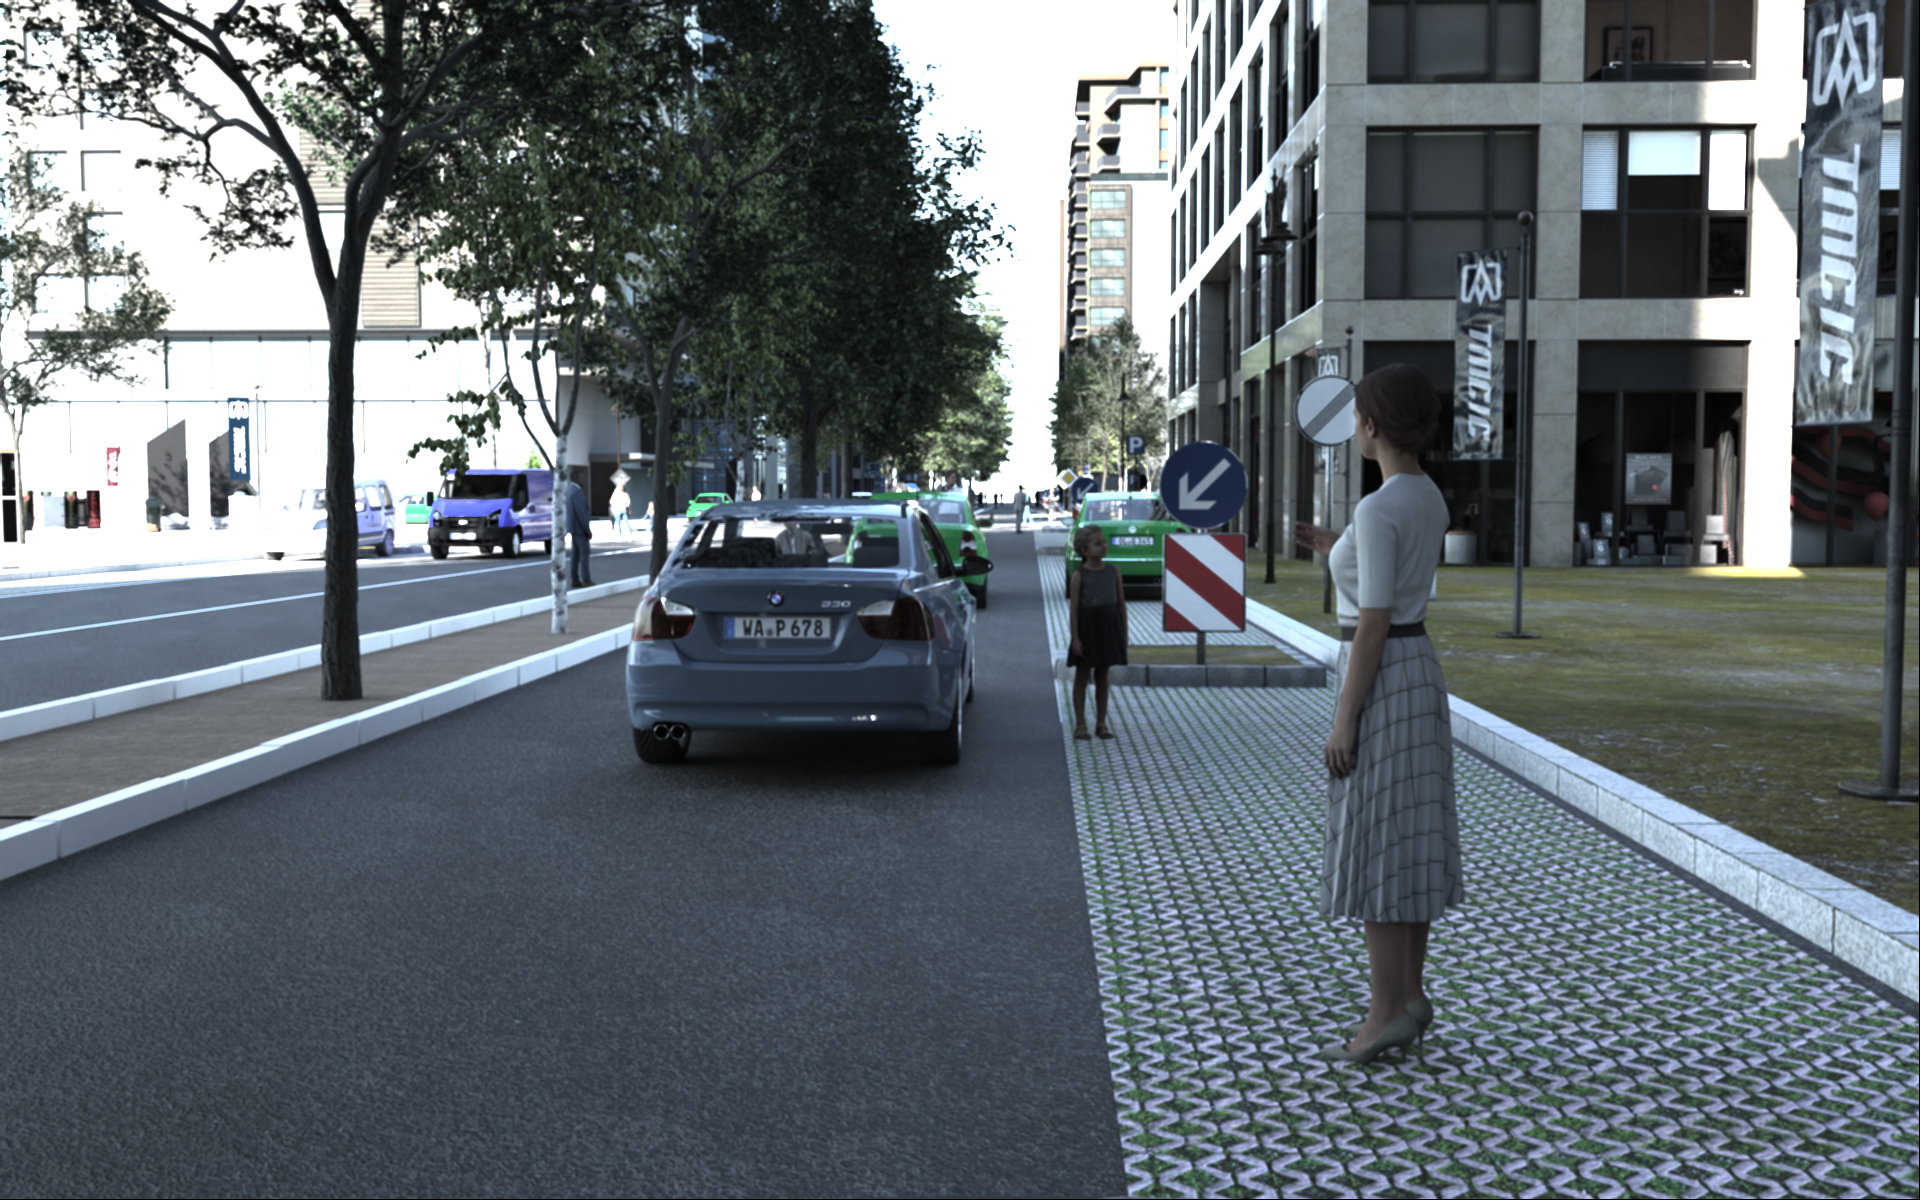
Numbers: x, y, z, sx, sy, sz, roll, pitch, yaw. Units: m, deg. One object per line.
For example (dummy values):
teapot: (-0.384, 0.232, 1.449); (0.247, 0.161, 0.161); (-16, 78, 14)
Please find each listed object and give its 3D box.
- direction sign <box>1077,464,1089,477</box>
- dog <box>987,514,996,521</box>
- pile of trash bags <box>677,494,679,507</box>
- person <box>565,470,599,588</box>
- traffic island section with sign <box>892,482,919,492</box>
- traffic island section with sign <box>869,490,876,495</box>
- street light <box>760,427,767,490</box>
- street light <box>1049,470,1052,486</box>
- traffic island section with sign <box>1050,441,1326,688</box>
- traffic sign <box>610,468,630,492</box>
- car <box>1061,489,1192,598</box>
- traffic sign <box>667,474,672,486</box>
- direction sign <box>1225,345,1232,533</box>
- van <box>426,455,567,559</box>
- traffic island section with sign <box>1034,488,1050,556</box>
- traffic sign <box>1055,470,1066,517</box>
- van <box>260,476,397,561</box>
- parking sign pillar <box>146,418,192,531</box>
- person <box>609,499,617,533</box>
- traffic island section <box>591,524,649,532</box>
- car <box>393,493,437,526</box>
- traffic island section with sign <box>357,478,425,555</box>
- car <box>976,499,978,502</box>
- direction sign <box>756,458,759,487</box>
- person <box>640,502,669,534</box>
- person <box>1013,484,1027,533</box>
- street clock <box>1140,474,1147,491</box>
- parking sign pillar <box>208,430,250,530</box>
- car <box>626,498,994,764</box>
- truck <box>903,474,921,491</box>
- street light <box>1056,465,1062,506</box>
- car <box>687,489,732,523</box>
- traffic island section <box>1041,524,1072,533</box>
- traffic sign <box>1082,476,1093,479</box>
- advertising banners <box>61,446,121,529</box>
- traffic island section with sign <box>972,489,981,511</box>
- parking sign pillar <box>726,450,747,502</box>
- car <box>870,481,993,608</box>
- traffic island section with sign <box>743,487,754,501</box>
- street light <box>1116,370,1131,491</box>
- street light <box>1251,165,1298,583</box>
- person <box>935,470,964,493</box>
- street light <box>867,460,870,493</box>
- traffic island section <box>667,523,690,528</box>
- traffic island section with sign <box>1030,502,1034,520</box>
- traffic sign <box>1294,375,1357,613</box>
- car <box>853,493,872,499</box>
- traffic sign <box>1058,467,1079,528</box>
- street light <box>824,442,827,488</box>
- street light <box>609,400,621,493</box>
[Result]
direction sign: (9.161, -8.398, 129.298); (0.876, 3.537, 0.379); (0, 4, -2)
dog: (1.695, -4.428, 92.587); (0.550, 0.427, 0.748); (1, 4, 8)
pile of trash bags: (-18.647, -5.842, 105.271); (3.447, 1.369, 1.912); (1, 4, 18)
person: (-5.840, -1.092, 26.541); (0.419, 1.800, 0.721); (-3, 5, -39)
traffic island section with sign: (-2.017, -3.992, 73.411); (2.006, 1.907, 1.989); (0, 4, 2)
traffic island section with sign: (-8.743, -10.096, 173.691); (1.989, 1.847, 2.006); (0, 4, 2)
street light: (-13.047, -8.656, 114.313); (0.468, 5.910, 1.993); (0, 4, 2)
street light: (15.862, -20.479, 307.611); (0.468, 5.910, 1.993); (0, 4, 2)
traffic island section with sign: (1.741, -0.311, 13.713); (1.989, 1.847, 2.006); (0, 4, 2)
traffic sign: (-12.982, -3.822, 66.135); (0.795, 2.450, 0.064); (0, 4, 2)
car: (2.422, -0.988, 24.947); (1.959, 1.807, 4.718); (0, 4, 4)
traffic sign: (-12.666, -4.310, 74.114); (0.795, 2.450, 0.064); (0, 4, 2)
direction sign: (4.144, -2.129, 26.803); (0.379, 3.537, 0.876); (1, 4, 13)
van: (-10.649, -2.176, 39.963); (2.240, 2.365, 5.245); (0, 4, 2)
traffic island section with sign: (2.819, -1.970, 40.844); (1.989, 1.847, 2.006); (0, 4, 2)
traffic sign: (4.414, -4.268, 73.419); (0.795, 2.450, 0.064); (0, 4, 2)
van: (-13.885, -1.905, 38.157); (2.013, 2.044, 4.112); (0, 4, 3)
parking sign pillar: (-28.052, -4.456, 61.330); (1.447, 3.967, 1.447); (-1, 4, -15)
person: (-12.628, -3.059, 63.197); (0.332, 1.250, 0.352); (1, 4, 21)
traffic island section: (-13.006, -2.686, 66.198); (2.009, 0.180, 2.903); (0, 4, 2)
car: (-22.076, -3.716, 69.550); (4.718, 1.807, 1.959); (0, 4, 3)
traffic island section with sign: (-13.987, -2.012, 41.517); (1.989, 1.847, 2.006); (0, 4, 2)
car: (2.597, -16.408, 280.072); (2.131, 1.459, 4.920); (0, 4, 1)
direction sign: (-12.827, -7.214, 109.951); (0.379, 3.537, 0.876); (0, 4, 2)
person: (-10.942, -2.950, 62.236); (1.012, 1.151, 0.738); (0, 4, -2)
person: (2.248, -3.353, 63.515); (0.606, 1.804, 0.583); (2, 4, 32)
street clock: (6.576, -3.586, 63.197); (0.471, 2.002, 0.358); (-1, 4, -17)
parking sign pillar: (-26.006, -4.476, 61.652); (1.447, 3.967, 1.447); (-1, 4, -11)
car: (-0.811, 0.092, 10.503); (2.014, 1.417, 4.499); (0, 4, 2)
truck: (-4.634, -12.461, 193.490); (2.967, 4.110, 18.799); (0, 4, 0)
street light: (12.558, -15.351, 223.770); (0.468, 5.910, 1.993); (0, 4, 2)
car: (-12.030, -4.600, 84.002); (1.959, 1.807, 4.718); (0, 4, 2)
traffic island section: (4.122, -2.644, 65.517); (2.009, 0.180, 2.903); (0, 4, 2)
traffic sign: (6.964, -5.661, 94.683); (0.606, 2.300, 0.079); (0, 4, 8)
advertising banners: (-31.713, -4.104, 63.284); (2.074, 3.025, 0.090); (-3, 5, -42)
traffic island section with sign: (0.948, -8.584, 148.491); (2.006, 1.907, 1.989); (0, 4, 2)
parking sign pillar: (-13.779, -7.240, 106.843); (1.447, 3.967, 1.447); (2, 4, 25)
car: (-0.529, -0.876, 23.117); (1.959, 1.807, 4.718); (0, 4, 0)
traffic island section with sign: (-11.806, -5.370, 96.420); (1.989, 1.847, 2.006); (0, 4, 2)
street light: (6.111, -5.637, 64.960); (0.468, 5.910, 1.993); (0, 4, 2)
street light: (4.467, -3.179, 24.759); (0.468, 5.910, 1.993); (0, 4, 2)
person: (-0.224, -1.244, 28.935); (0.679, 1.850, 0.850); (0, 4, 4)
street light: (-10.159, -13.435, 192.448); (0.468, 5.910, 1.993); (0, 4, 2)
traffic island section: (-12.690, -3.174, 74.177); (2.009, 0.180, 2.903); (0, 4, 2)
traffic island section with sign: (4.996, -5.320, 95.617); (1.989, 1.847, 2.006); (0, 4, 2)
traffic sign: (3.959, -1.130, 18.582); (0.768, 2.556, 0.104); (0, 4, 3)
car: (-5.069, -4.801, 88.091); (1.945, 1.707, 3.694); (0, 4, 1)
traffic sign: (4.098, -3.780, 65.441); (0.795, 2.450, 0.064); (0, 4, 2)
street light: (-11.665, -10.894, 150.907); (0.468, 5.910, 1.993); (0, 4, 2)
street light: (-14.644, -6.213, 74.363); (0.468, 5.910, 1.993); (0, 4, 2)
